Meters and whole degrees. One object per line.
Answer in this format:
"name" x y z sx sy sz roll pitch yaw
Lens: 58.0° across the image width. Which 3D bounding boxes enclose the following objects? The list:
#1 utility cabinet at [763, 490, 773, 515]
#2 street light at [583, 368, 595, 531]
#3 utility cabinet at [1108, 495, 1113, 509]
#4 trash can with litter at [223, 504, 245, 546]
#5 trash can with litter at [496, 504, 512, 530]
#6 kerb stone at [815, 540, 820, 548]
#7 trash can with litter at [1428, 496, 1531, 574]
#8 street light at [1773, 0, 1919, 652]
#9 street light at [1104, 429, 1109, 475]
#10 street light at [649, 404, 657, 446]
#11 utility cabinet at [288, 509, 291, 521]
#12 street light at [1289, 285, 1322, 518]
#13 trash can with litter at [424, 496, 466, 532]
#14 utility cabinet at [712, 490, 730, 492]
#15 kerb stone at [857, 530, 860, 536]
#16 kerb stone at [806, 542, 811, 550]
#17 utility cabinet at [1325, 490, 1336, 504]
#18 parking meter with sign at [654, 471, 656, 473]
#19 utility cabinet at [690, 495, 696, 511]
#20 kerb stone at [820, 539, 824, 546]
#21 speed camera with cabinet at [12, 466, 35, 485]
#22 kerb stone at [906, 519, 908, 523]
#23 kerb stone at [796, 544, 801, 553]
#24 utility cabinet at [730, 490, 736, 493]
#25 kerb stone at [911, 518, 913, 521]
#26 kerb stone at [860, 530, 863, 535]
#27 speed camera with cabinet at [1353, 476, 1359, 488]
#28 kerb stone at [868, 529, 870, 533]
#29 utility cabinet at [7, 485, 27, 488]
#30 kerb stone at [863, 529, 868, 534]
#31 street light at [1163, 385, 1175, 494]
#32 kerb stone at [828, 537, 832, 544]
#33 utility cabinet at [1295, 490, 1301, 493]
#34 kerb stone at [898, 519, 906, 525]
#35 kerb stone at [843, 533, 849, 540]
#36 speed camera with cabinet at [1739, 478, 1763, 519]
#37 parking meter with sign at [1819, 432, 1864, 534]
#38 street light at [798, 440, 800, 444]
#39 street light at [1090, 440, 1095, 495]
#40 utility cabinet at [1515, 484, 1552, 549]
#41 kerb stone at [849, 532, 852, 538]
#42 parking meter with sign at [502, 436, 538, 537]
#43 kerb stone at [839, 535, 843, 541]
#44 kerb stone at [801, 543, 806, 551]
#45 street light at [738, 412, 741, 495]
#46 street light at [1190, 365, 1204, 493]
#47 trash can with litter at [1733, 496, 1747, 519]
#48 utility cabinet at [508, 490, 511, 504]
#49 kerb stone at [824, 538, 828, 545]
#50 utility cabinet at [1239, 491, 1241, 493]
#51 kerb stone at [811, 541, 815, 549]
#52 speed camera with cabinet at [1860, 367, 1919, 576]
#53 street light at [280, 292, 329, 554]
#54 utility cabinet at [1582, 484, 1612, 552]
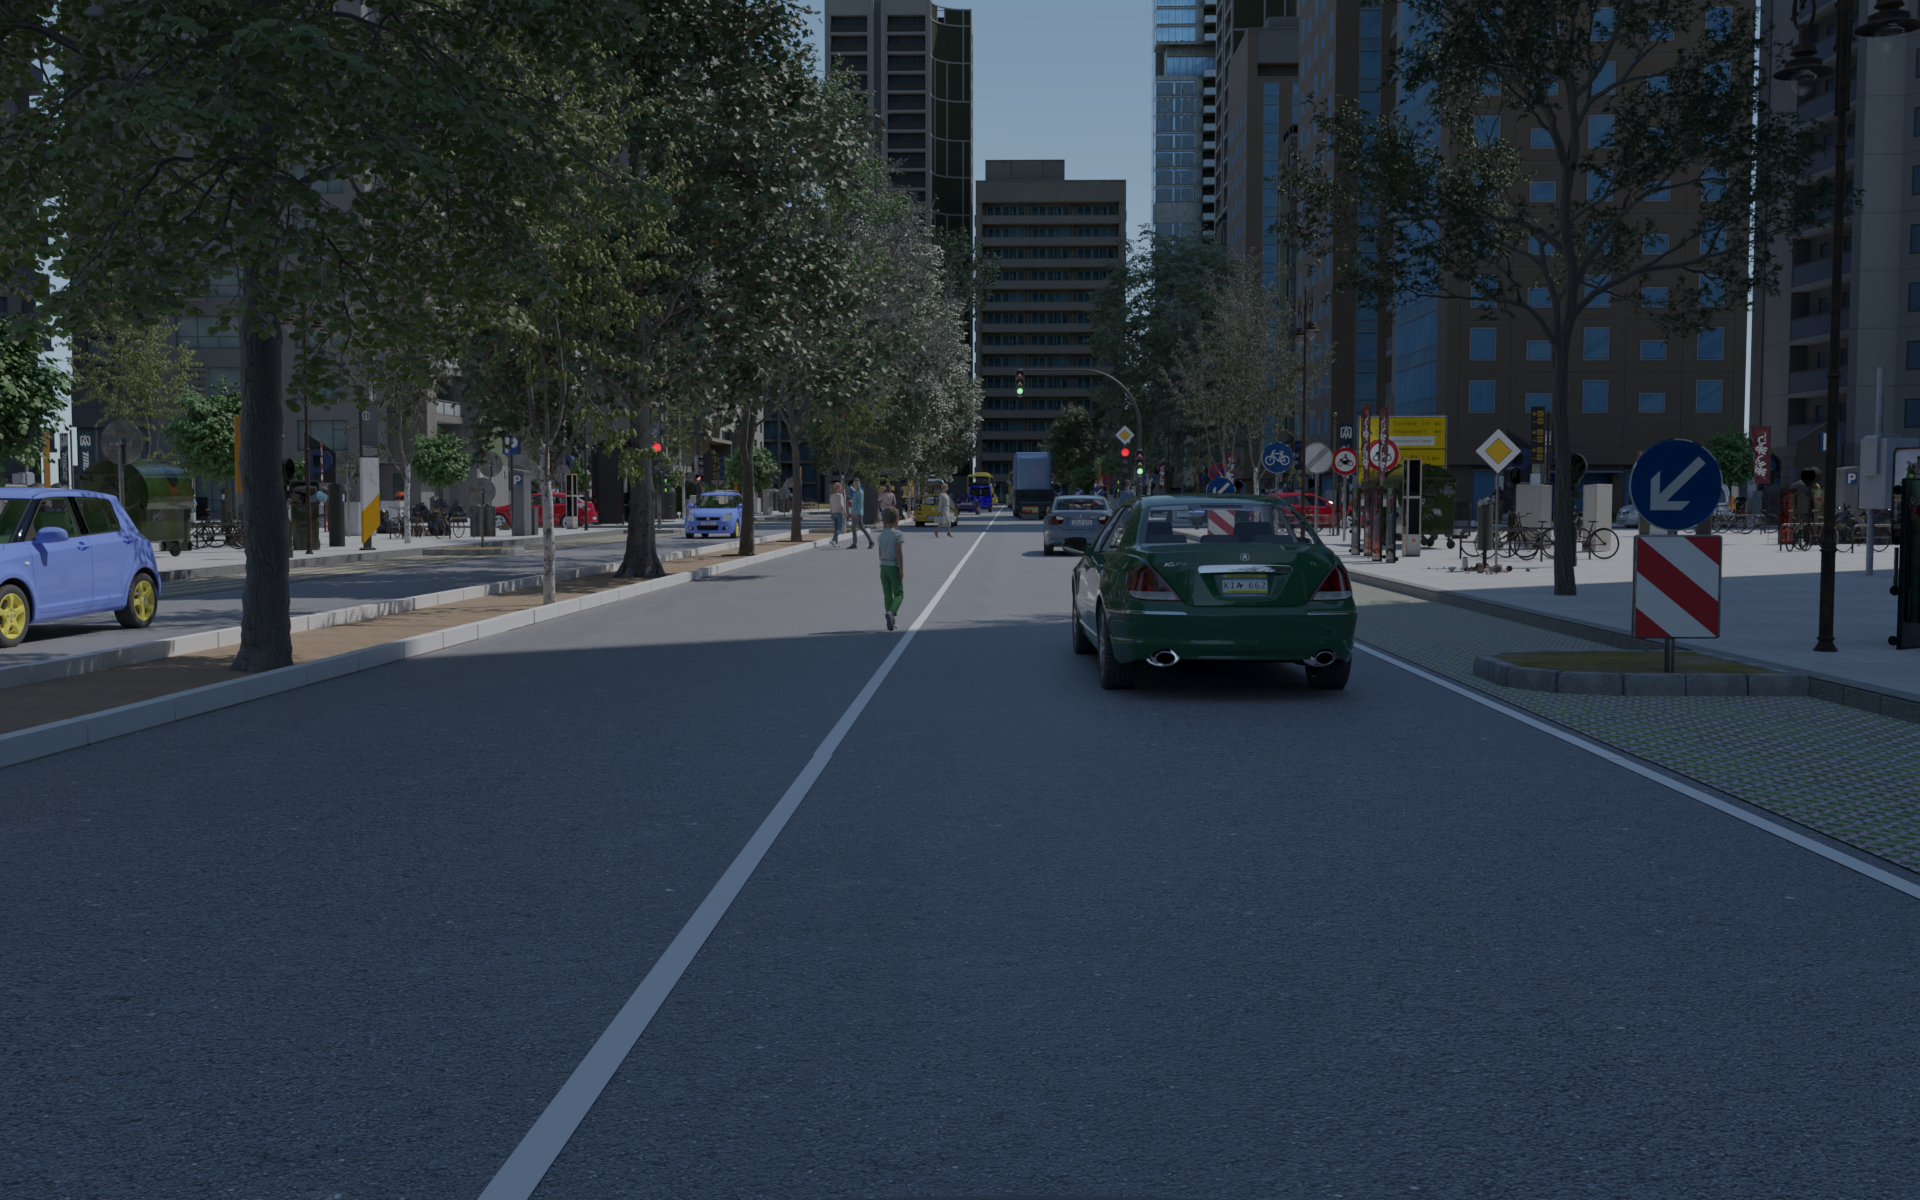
"utility cabinet" -11.670 -5.900 105.143 0.318 1.500 1.173 1 4 9
"street light" -13.158 -5.382 60.790 0.468 5.910 1.993 0 4 2
"utility cabinet" 11.326 -7.496 133.721 1.020 1.237 0.306 1 4 14
"trash can with litter" -17.953 -1.963 43.490 0.624 1.170 1.055 1 4 18
"trash can with litter" -15.951 -3.080 61.751 1.055 1.170 0.624 -3 5 -42
"kerb stone" -3.933 -1.475 46.307 0.120 0.150 1.000 0 4 2
"trash can with litter" 8.568 -1.076 28.654 1.678 1.210 2.233 1 4 18
"street light" 7.065 -2.518 13.959 0.468 5.910 1.993 0 4 2
"street light" 10.294 -9.063 120.962 0.468 5.910 1.993 0 4 2
"street light" -12.802 -6.054 71.765 0.468 5.910 1.993 0 4 2
"utility cabinet" -24.037 -3.104 61.915 0.306 1.237 1.020 -1 4 -18
"street light" 7.662 -4.023 38.559 0.468 5.910 1.993 0 4 2
"trash can with litter" -18.215 -2.980 59.786 1.678 1.210 2.233 -3 5 -42
"utility cabinet" -13.256 -5.302 95.371 0.318 1.500 1.173 2 4 26
"kerb stone" -3.565 -2.224 58.590 0.120 0.150 1.000 0 4 2
"kerb stone" -3.994 -1.350 44.264 0.120 0.150 1.000 0 4 2
"utility cabinet" 22.676 -5.874 104.718 1.173 1.500 0.318 2 4 31
"parking meter with sign" -26.267 -9.154 145.930 0.543 3.016 1.738 0 4 4
"utility cabinet" -12.560 -4.424 83.490 0.306 1.237 1.020 2 4 35
"kerb stone" -3.901 -1.531 47.328 0.120 0.150 1.000 0 4 2
"speed camera with cabinet" -39.629 -4.886 74.218 0.660 3.252 2.038 1 4 11
"kerb stone" -2.774 -3.820 84.685 0.120 0.150 1.000 0 4 2
"kerb stone" -4.054 -1.224 42.214 0.120 0.150 1.000 0 4 2
"utility cabinet" -13.007 -5.393 96.855 0.318 1.500 1.173 -3 5 -41
"kerb stone" -2.649 -4.073 88.786 0.120 0.150 1.000 0 4 2
"kerb stone" -3.528 -2.282 59.612 0.120 0.150 1.000 0 4 2
"speed camera with cabinet" 19.361 -5.295 80.902 0.660 3.252 2.038 -3 5 -41
"kerb stone" -3.440 -2.477 62.690 0.120 0.150 1.000 0 4 2
"utility cabinet" -22.666 -1.969 40.870 0.318 1.500 1.173 3 5 41
"kerb stone" -3.474 -2.413 61.669 0.120 0.150 1.000 0 4 2
"street light" 8.833 -6.148 73.308 0.468 5.910 1.993 0 4 2
"kerb stone" -3.841 -1.663 49.379 0.120 0.150 1.000 0 4 2
"utility cabinet" 18.267 -5.158 93.016 0.318 1.500 1.173 2 4 24
"kerb stone" -2.810 -3.760 83.664 0.120 0.150 1.000 0 4 2
"kerb stone" -3.685 -1.972 54.497 0.120 0.150 1.000 0 4 2
"speed camera with cabinet" 41.427 -5.854 90.056 0.660 3.252 2.038 -1 4 -14
"parking meter with sign" 24.476 -3.161 47.948 0.543 3.016 1.738 0 4 -3
"street light" -11.355 -9.012 120.130 0.468 5.910 1.993 0 4 2
"street light" 11.025 -10.520 144.789 0.468 5.910 1.993 0 4 2
"utility cabinet" 13.413 -1.945 40.479 0.318 1.500 1.173 -1 4 -9
"kerb stone" -3.654 -2.037 55.519 0.120 0.150 1.000 0 4 2
"parking meter with sign" -13.406 -3.470 52.992 0.543 3.016 1.738 0 4 6
"kerb stone" -3.739 -1.850 52.449 0.120 0.150 1.000 0 4 2
"kerb stone" -4.025 -1.287 43.235 0.120 0.150 1.000 0 4 2
"street light" -12.170 -7.537 96.025 0.468 5.910 1.993 0 4 2
"street light" 8.568 -5.480 62.381 0.468 5.910 1.993 0 4 2
"trash can with litter" 40.155 -4.755 89.138 0.624 1.170 1.055 2 4 29
"utility cabinet" -25.956 -5.692 101.745 0.318 1.500 1.173 3 5 40
"kerb stone" -3.874 -1.600 48.350 0.120 0.150 1.000 0 4 2
"utility cabinet" 16.085 -5.629 100.715 0.318 1.500 1.173 1 4 20
"kerb stone" -3.972 -1.412 45.285 0.120 0.150 1.000 0 4 2
"speed camera with cabinet" 14.562 -1.958 26.347 0.660 3.252 2.038 0 4 -5
"street light" -13.884 -3.914 36.780 0.468 5.910 1.993 0 4 2
"utility cabinet" 14.179 -1.828 38.570 0.318 1.500 1.173 3 4 36
